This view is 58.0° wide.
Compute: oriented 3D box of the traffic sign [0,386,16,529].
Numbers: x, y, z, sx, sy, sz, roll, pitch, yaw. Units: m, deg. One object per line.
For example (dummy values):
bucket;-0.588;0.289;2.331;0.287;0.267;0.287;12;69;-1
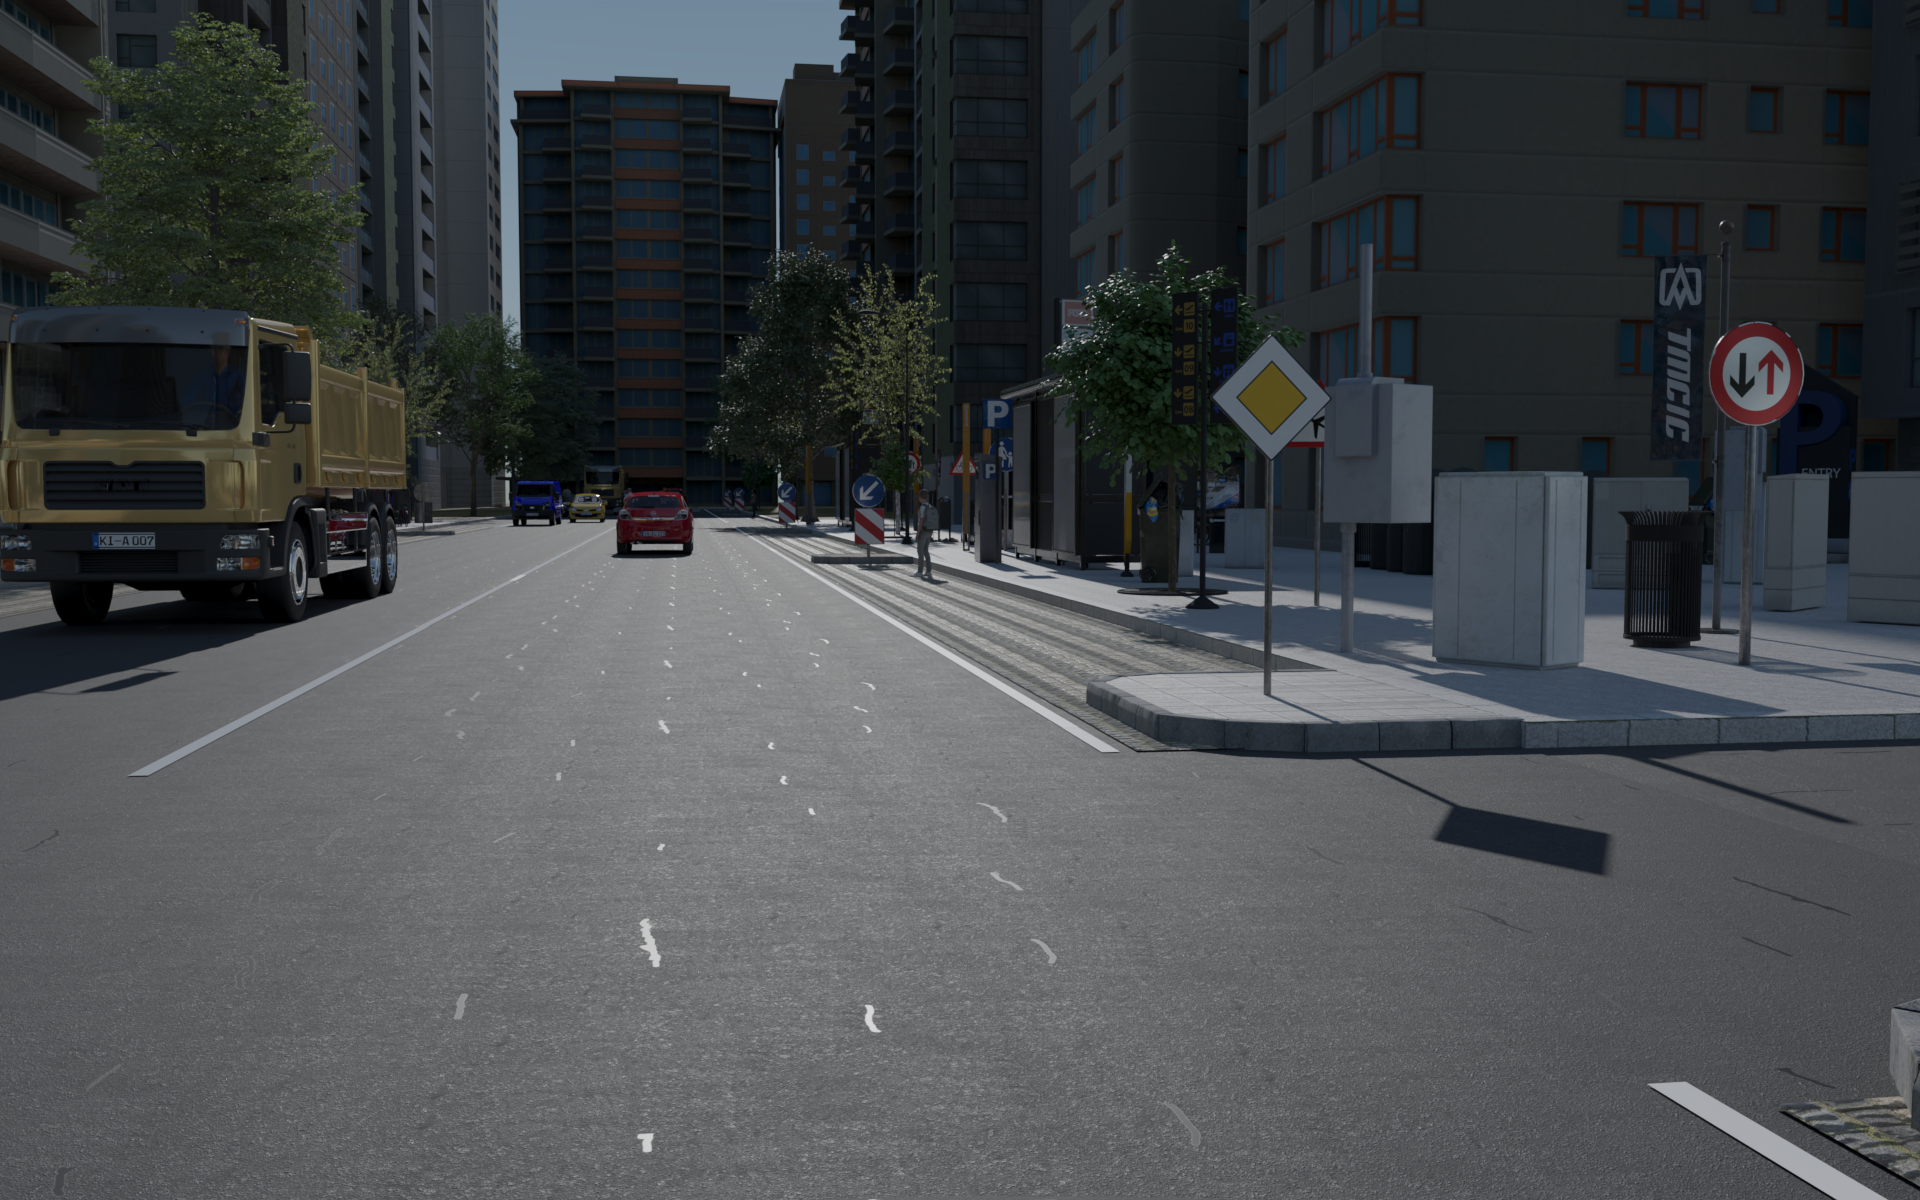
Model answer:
traffic sign;-18.221;-2.376;32.716;2.265;3.308;0.079;0;4;-3

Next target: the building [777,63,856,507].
building;-11.802;-32.693;184.635;14.200;45.320;14.600;-1;4;-9

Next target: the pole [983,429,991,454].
pole;0.617;-2.809;39.776;0.158;3.312;0.155;0;3;0

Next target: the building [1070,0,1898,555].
building;20.034;-12.659;52.020;27.650;21.520;28.899;-1;4;-9

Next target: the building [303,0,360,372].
building;-43.827;-27.586;101.135;14.600;45.320;14.200;-1;4;-9

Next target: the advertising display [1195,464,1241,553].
advertising display;5.580;-1.973;37.469;0.974;1.923;0.123;0;4;7

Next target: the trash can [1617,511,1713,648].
trash can;5.923;-0.180;14.590;0.748;1.137;0.748;0;3;0

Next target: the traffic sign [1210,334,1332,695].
traffic sign;1.960;-0.450;10.999;0.795;2.450;0.064;-1;4;-9

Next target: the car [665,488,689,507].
car;-19.086;-6.479;114.609;2.281;1.827;5.304;-1;4;-11

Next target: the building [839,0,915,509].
building;1.816;-29.707;140.329;22.147;44.769;28.867;-1;4;-9

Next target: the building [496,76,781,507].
building;-33.858;-32.421;184.707;28.867;44.769;22.147;-1;4;-9

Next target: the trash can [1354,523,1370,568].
trash can;7.131;-1.148;30.420;0.748;1.137;0.748;0;3;0

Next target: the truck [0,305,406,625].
truck;-8.917;-1.547;21.221;3.469;3.379;9.791;-1;4;-8

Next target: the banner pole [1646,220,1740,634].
banner pole;6.778;-1.587;15.965;0.863;3.779;0.401;0;4;7

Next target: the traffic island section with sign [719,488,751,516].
traffic island section with sign;-14.432;-6.336;112.224;1.989;1.847;2.006;-1;4;-9

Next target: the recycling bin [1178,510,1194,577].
recycling bin;3.245;-0.892;27.145;0.722;1.027;0.722;0;4;-3

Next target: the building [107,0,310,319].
building;-41.452;-19.297;87.204;14.160;30.474;14.107;-1;4;-9

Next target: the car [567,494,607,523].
car;-18.918;-4.755;87.965;2.015;1.641;3.980;-1;4;-10

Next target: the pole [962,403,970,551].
pole;0.140;-2.762;38.998;0.158;3.312;0.155;0;3;0

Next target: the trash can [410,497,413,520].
trash can;-25.821;-4.218;80.619;0.748;1.137;0.748;0;3;0

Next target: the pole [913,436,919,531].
pole;-1.523;-4.067;60.338;0.158;3.312;0.155;0;3;0

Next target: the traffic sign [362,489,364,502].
traffic sign;-25.098;-4.450;72.766;0.884;2.594;0.081;0;4;-1

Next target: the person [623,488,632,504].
person;-16.228;-4.642;85.334;0.756;1.711;0.436;-1;4;-17

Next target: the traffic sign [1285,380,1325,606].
traffic sign;4.098;-1.213;19.831;0.884;2.594;0.081;0;3;0

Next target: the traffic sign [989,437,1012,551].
traffic sign;1.025;-2.374;38.916;0.768;2.556;0.104;0;4;-3

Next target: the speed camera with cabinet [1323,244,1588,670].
speed camera with cabinet;3.802;-1.166;13.406;0.660;3.252;2.038;-3;5;-39

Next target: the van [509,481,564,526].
van;-19.547;-4.633;80.135;2.240;2.365;5.245;-1;4;-8

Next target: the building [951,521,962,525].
building;5.578;-18.810;79.242;14.160;30.474;14.107;-1;4;-9

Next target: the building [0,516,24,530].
building;-39.781;-26.103;50.481;21.300;48.544;21.600;-1;4;-9

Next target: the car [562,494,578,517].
car;-24.078;-6.031;108.397;2.009;1.686;4.222;0;4;-7

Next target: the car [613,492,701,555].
car;-7.474;-2.055;42.637;2.155;1.783;4.494;0;4;-8

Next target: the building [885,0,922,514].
building;6.266;-41.401;115.165;20.563;71.187;20.611;-1;4;-9

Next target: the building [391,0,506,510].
building;-62.101;-38.949;178.823;28.212;58.520;21.231;-1;4;-9

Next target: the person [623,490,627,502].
person;-26.931;-8.002;140.065;0.721;1.736;1.217;0;4;8

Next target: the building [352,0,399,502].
building;-45.830;-26.400;115.236;14.154;41.232;14.086;-1;4;-9

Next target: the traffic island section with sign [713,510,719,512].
traffic island section with sign;-18.758;-7.964;138.831;1.989;1.847;2.006;-1;4;-9

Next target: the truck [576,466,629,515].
truck;-24.758;-7.622;120.545;3.469;3.379;9.791;-1;4;-10

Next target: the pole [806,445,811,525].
pole;-6.353;-4.813;72.540;0.158;3.312;0.155;0;3;0

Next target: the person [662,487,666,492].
person;-15.638;-5.083;91.585;0.705;1.826;1.348;1;4;9

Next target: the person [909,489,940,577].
person;-0.626;-1.149;29.881;0.523;1.515;0.503;0;4;-7

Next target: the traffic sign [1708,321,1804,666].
traffic sign;5.878;-0.782;12.898;0.768;2.556;0.104;-1;4;-9

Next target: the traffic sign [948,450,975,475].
traffic sign;0.118;-2.951;48.257;0.884;2.594;0.081;0;4;-4

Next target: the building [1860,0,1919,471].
building;26.916;-21.183;29.935;14.086;41.232;14.154;-1;4;-9

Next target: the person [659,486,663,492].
person;-15.975;-5.174;92.721;1.348;1.869;0.705;-1;4;-11

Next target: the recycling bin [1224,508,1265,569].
recycling bin;5.010;-1.069;30.034;0.722;1.027;0.722;1;4;20

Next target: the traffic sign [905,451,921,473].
traffic sign;-1.550;-3.152;51.638;0.768;2.556;0.104;0;4;-1

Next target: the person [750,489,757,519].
person;-12.171;-5.646;101.529;0.721;1.735;1.217;-1;4;-12

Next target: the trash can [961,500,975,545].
trash can;0.388;-1.952;43.576;0.748;1.137;0.748;0;3;0

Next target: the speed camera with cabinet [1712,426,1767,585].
speed camera with cabinet;11.055;-1.838;24.389;0.660;3.252;2.038;2;4;32

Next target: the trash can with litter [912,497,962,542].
trash can with litter;-0.561;-2.179;46.677;1.678;1.210;2.233;-3;4;-36

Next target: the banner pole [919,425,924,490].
banner pole;-1.457;-4.459;62.917;0.401;3.779;0.863;-2;4;-27
